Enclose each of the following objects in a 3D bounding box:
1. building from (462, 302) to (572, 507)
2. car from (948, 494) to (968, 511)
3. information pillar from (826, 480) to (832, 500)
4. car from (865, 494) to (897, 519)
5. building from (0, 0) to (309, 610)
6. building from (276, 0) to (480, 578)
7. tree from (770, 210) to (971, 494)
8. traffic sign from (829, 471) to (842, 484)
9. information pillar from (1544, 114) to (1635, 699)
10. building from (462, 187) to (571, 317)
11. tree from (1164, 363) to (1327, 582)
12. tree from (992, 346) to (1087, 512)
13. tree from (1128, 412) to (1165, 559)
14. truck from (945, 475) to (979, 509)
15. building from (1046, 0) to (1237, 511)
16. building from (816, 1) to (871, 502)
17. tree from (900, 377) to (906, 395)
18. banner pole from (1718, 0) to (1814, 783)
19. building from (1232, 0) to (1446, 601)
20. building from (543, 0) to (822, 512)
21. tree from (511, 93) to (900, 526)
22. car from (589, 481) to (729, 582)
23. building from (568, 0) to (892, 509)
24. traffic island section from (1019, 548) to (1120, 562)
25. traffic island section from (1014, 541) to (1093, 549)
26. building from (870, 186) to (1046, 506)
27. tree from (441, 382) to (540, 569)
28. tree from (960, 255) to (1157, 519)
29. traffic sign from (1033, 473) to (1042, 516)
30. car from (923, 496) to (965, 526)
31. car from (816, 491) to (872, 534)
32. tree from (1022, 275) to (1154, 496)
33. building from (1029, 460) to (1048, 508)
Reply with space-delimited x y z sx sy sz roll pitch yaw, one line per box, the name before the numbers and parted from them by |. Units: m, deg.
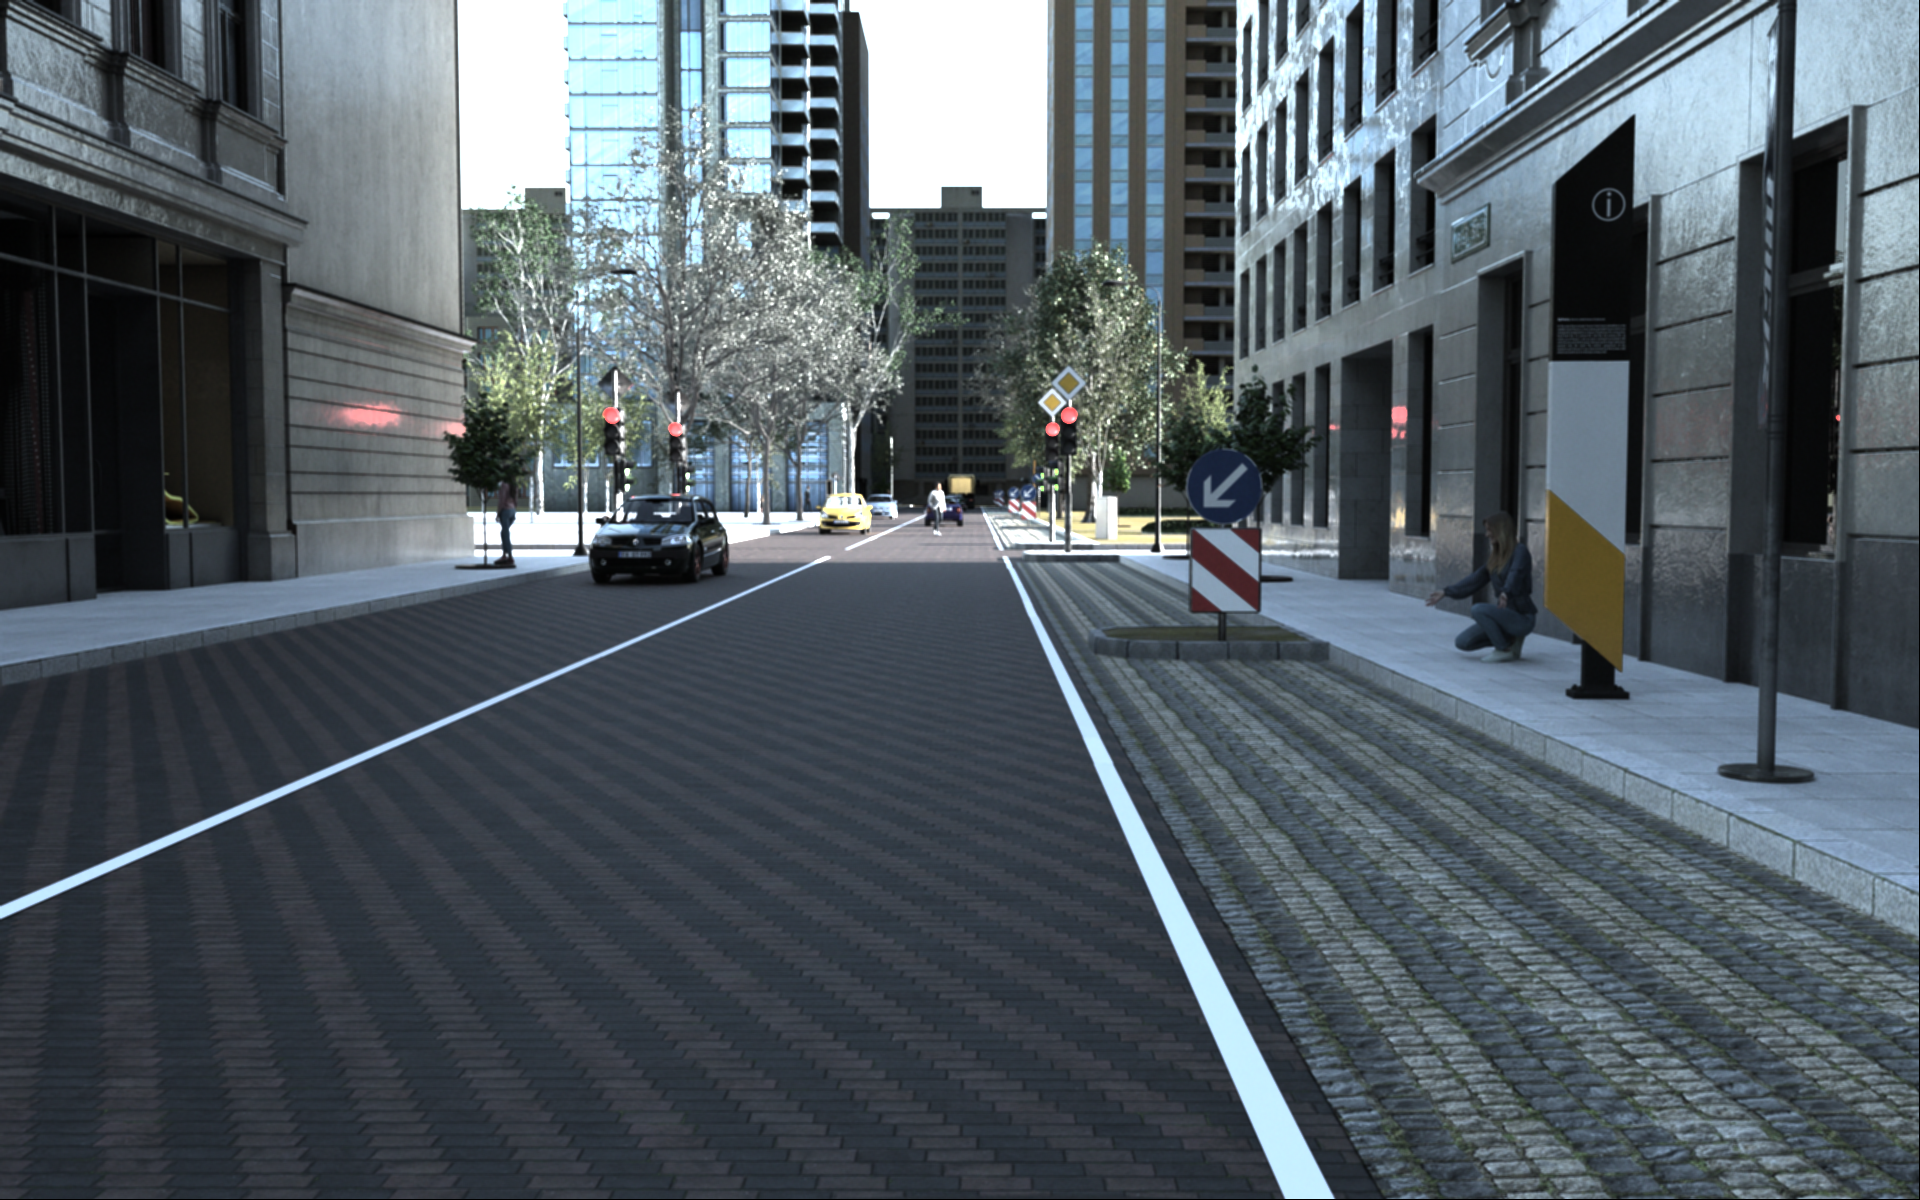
building | -53.528 -20.654 182.726 28.899 21.520 27.650 0 4 0
car | -0.407 -8.125 144.645 2.131 1.459 4.920 0 4 0
information pillar | -7.078 -5.450 93.602 0.304 2.012 0.304 -1 4 -9
car | -4.673 -5.486 101.703 2.014 1.417 4.499 0 4 1
building | -14.695 -9.482 5.948 10.553 20.767 40.483 0 4 0
building | -19.154 -10.156 30.678 19.286 19.102 10.561 0 4 0
tree | -6.061 -15.842 114.904 12.611 20.169 13.585 0 3 0
traffic sign | -7.123 -6.062 98.849 0.795 2.593 0.064 0 4 3
information pillar | 3.935 -1.190 10.814 0.504 3.616 0.183 0 4 5
building | -52.727 -32.413 221.830 23.993 40.220 32.217 0 4 0
tree | 4.323 -1.903 25.721 1.663 3.219 1.824 0 3 0
tree | 6.121 -12.402 120.907 7.486 12.596 7.792 0 3 0
tree | 4.394 -2.425 34.253 1.663 3.219 1.824 0 3 0
truck | 0.175 -10.681 170.551 3.469 3.379 9.791 0 4 1
building | 13.776 -29.534 132.991 14.600 45.320 14.200 0 4 0
building | -15.591 -31.150 159.410 14.600 45.320 14.200 0 4 0
tree | -7.972 -9.810 70.763 12.009 13.543 11.850 0 3 0
banner pole | 3.732 -1.098 7.974 0.401 3.779 0.863 1 4 18
building | 10.898 -10.581 27.756 10.420 20.320 16.860 0 4 0
building | -19.292 -50.292 134.947 22.319 86.520 31.000 0 4 0
tree | -8.633 -8.774 53.830 12.009 13.543 11.850 0 3 0
car | -5.045 -1.196 29.343 2.009 1.686 4.222 0 4 2
building | -23.336 -53.314 184.349 31.000 86.520 22.319 0 4 0
traffic island section | 2.385 -0.957 37.921 2.009 0.180 2.903 0 4 0
traffic island section | 2.454 -1.445 45.906 2.009 0.180 2.903 0 4 0
building | 0.159 -32.359 220.957 23.993 40.220 32.217 0 4 0
tree | -8.099 -2.163 29.969 1.663 3.219 1.824 0 3 0
tree | 5.180 -10.921 88.924 12.009 13.543 11.850 0 3 0
traffic sign | 4.623 -6.186 101.240 0.768 2.556 0.104 1 4 9
car | -0.732 -4.037 78.588 1.945 1.354 3.894 0 4 0
car | -4.174 -3.223 62.914 2.015 1.641 3.980 0 4 0
tree | 4.528 -6.595 58.195 4.360 8.622 3.978 0 3 0
building | 17.911 -51.502 154.732 22.319 86.520 31.000 0 4 0
